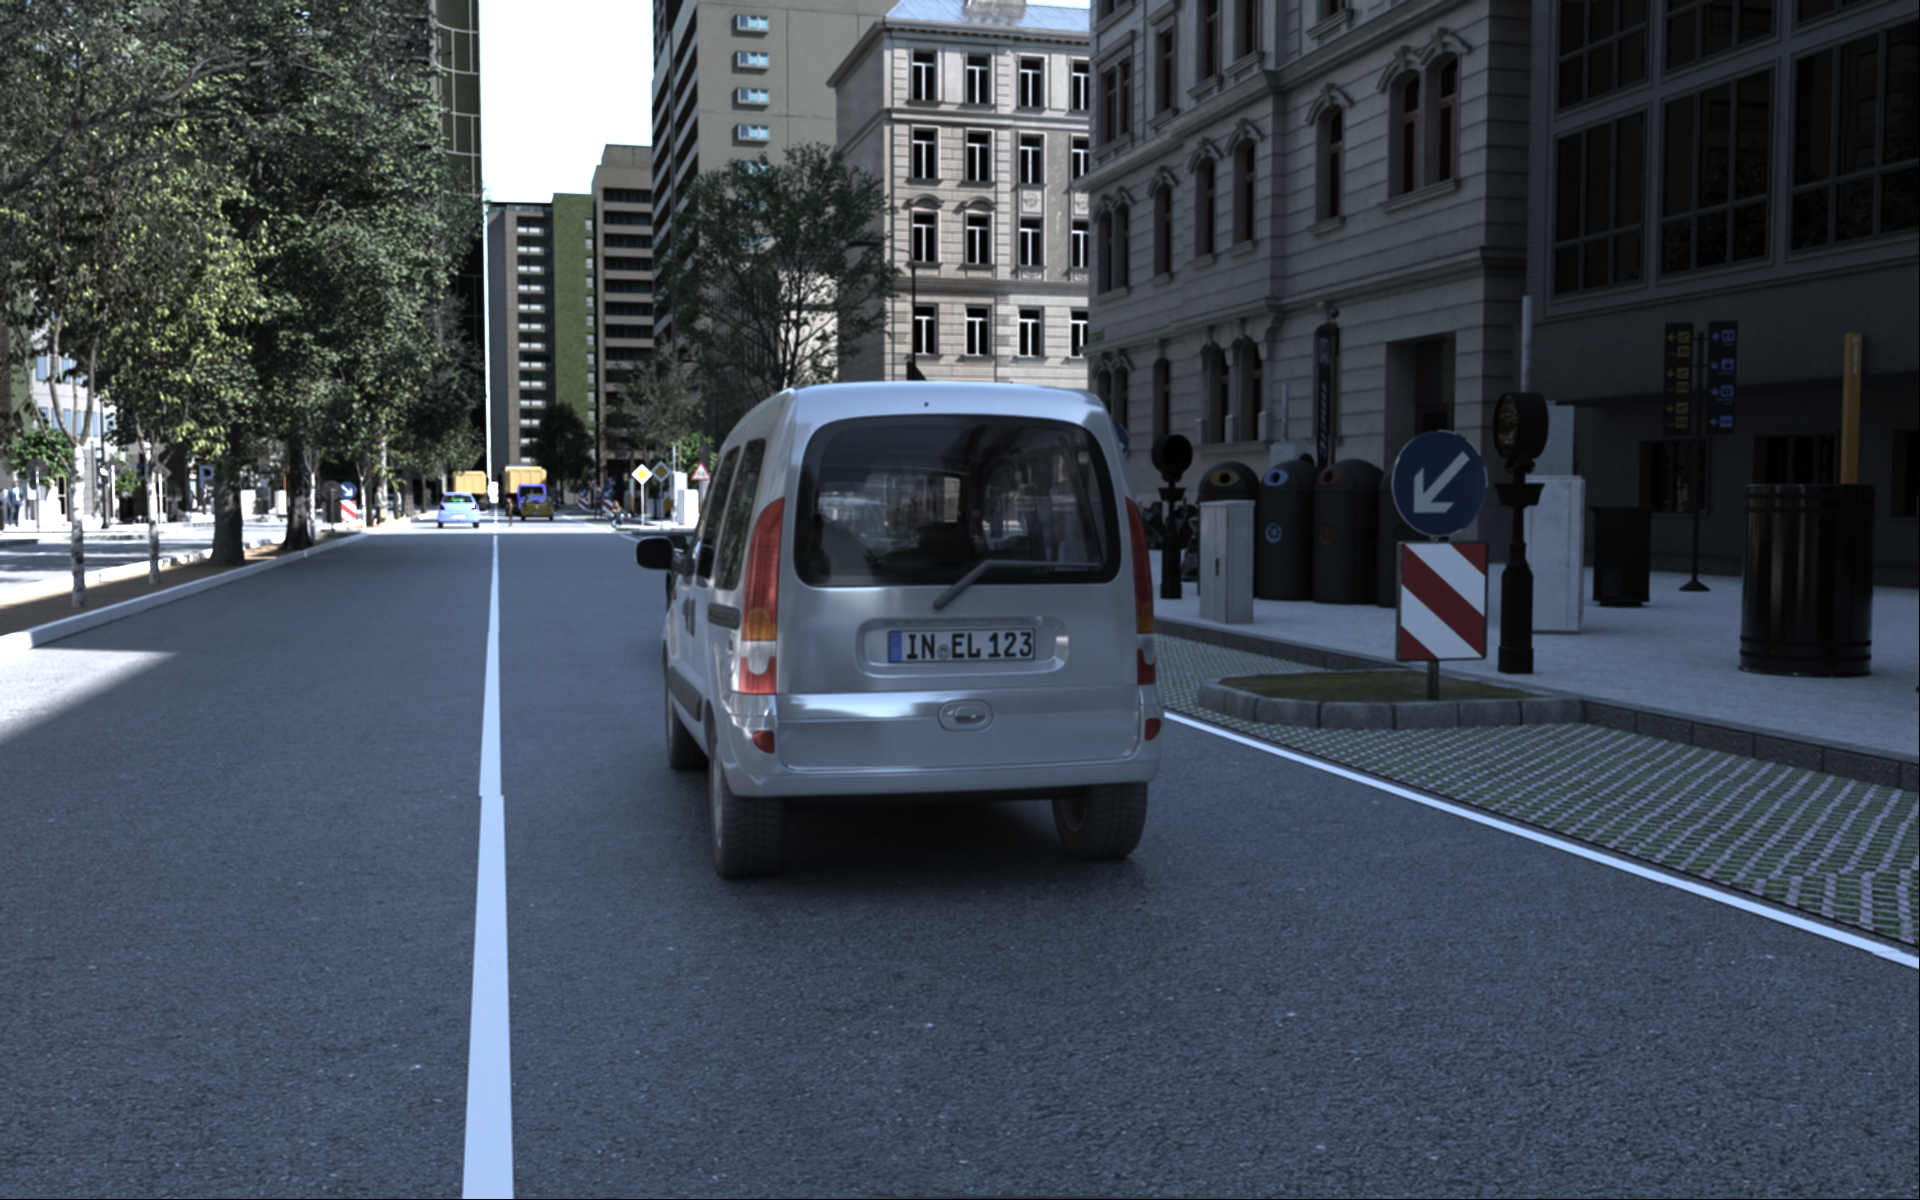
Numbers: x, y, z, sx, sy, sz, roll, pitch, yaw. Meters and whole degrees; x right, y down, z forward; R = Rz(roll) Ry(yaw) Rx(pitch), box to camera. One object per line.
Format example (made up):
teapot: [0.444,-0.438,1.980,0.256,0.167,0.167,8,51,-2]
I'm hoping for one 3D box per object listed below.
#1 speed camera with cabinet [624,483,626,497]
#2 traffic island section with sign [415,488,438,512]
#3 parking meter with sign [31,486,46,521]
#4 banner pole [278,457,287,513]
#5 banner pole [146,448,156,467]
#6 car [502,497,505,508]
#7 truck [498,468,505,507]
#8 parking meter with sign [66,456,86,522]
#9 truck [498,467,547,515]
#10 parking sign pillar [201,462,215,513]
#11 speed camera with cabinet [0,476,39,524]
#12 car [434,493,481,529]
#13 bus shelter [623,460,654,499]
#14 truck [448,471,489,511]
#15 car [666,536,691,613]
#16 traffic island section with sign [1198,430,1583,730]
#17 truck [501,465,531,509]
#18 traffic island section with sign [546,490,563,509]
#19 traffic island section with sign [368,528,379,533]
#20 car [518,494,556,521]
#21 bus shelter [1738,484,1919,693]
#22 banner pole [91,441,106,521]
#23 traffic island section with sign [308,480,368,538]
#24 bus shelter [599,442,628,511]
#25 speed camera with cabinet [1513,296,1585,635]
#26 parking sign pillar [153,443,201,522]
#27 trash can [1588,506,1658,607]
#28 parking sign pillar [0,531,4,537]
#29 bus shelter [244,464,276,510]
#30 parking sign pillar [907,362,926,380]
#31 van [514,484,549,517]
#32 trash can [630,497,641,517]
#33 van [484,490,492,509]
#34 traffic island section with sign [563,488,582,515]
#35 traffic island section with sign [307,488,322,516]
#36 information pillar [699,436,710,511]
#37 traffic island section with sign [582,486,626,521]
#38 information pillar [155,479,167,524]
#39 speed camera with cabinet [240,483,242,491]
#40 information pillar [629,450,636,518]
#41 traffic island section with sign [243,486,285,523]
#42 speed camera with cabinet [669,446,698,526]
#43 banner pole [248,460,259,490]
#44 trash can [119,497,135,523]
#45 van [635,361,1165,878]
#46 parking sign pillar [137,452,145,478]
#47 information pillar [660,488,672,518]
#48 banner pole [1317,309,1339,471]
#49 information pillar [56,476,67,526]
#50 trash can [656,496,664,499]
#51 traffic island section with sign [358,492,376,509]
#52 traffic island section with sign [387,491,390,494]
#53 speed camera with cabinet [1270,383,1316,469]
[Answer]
speed camera with cabinet: [-26.980,-8.713,136.788,0.660,3.252,2.038,1,4,10]
traffic island section with sign: [-42.129,-7.873,136.867,2.006,1.907,1.989,-1,4,-15]
parking meter with sign: [-44.661,-5.363,83.950,0.543,3.016,1.738,0,4,-5]
banner pole: [-45.488,-7.730,116.401,0.401,3.779,0.863,2,4,24]
banner pole: [-38.526,-5.662,82.596,0.401,3.779,0.863,1,4,16]
car: [-47.083,-10.344,181.132,2.014,1.417,4.499,-1,4,-14]
truck: [-49.639,-12.425,192.067,2.839,4.237,11.283,-1,4,-16]
parking meter with sign: [-40.645,-5.066,79.084,1.738,3.016,0.543,2,4,33]
truck: [-30.652,-7.704,121.878,3.469,3.379,9.791,-1,4,-16]
parking sign pillar: [-51.099,-7.894,117.543,1.447,3.967,1.447,-3,5,-42]
speed camera with cabinet: [-41.529,-5.010,76.246,0.660,3.252,2.038,1,4,14]
car: [-21.307,-3.908,73.490,1.945,1.707,3.694,-1,4,-17]
bus shelter: [-22.639,-7.996,122.020,1.731,3.624,6.357,-1,4,-15]
truck: [-41.576,-9.225,146.746,3.469,3.379,9.791,-1,4,-16]
car: [-1.410,-0.189,14.885,2.131,1.459,4.920,-1,4,-16]
traffic island section with sign: [2.672,-0.172,11.443,1.989,1.847,2.006,-1,4,-15]
truck: [-39.268,-10.112,155.095,2.967,4.110,18.799,-1,4,-17]
traffic island section with sign: [-38.679,-9.617,165.868,1.989,1.847,2.006,-1,4,-15]
traffic island section with sign: [-22.679,-3.434,64.280,2.006,1.907,1.989,-1,4,-15]
car: [-22.891,-5.107,93.724,2.015,1.641,3.980,-1,4,-13]
bus shelter: [6.883,-1.888,8.498,2.179,5.291,8.768,-1,4,-15]
banner pole: [-40.900,-5.635,82.145,0.401,3.779,0.863,2,4,28]
traffic island section with sign: [-20.772,-2.996,57.122,2.006,1.907,1.989,-1,4,-15]
bus shelter: [-26.089,-9.385,131.070,2.179,5.291,8.768,-1,4,-15]
speed camera with cabinet: [5.664,-1.368,16.697,0.660,3.252,2.038,1,4,16]
parking sign pillar: [-36.666,-5.648,80.812,1.447,3.967,1.447,0,4,4]
trash can: [7.563,-0.498,19.790,0.748,1.137,0.748,0,3,0]
parking sign pillar: [-29.439,-3.867,51.692,1.447,3.967,1.447,3,5,42]
bus shelter: [-48.256,-7.721,120.161,2.014,3.302,5.546,-1,4,-15]
parking sign pillar: [-0.814,-2.829,34.734,1.447,3.967,1.447,-2,4,-30]
van: [-27.790,-6.604,112.358,2.240,2.365,5.245,-1,4,-14]
trash can: [-18.454,-5.312,98.506,0.748,1.137,0.748,0,3,0]
van: [-45.146,-9.561,163.325,2.013,2.044,4.112,-1,4,-14]
traffic island section with sign: [-25.656,-6.642,117.229,1.989,1.847,2.006,-1,4,-15]
traffic island section with sign: [-42.520,-6.469,114.391,1.989,1.847,2.006,-1,4,-15]
information pillar: [-10.308,-4.800,69.834,0.504,3.616,0.183,2,4,29]
traffic island section with sign: [-18.677,-5.048,91.161,1.989,1.847,2.006,-1,4,-15]
information pillar: [-34.043,-4.240,73.814,0.304,2.012,0.304,1,4,14]
speed camera with cabinet: [-44.105,-6.861,106.507,2.038,3.252,0.660,2,4,26]
information pillar: [-17.584,-6.202,92.758,0.183,3.616,0.504,1,4,13]
traffic island section with sign: [-35.427,-4.852,87.952,1.989,1.847,2.006,-1,4,-15]
speed camera with cabinet: [-11.260,-4.661,70.543,0.660,3.252,2.038,-2,4,-27]
banner pole: [-47.371,-7.725,116.324,0.863,3.779,0.401,-1,4,-10]
trash can: [-37.354,-4.038,77.678,0.748,1.137,0.748,0,3,0]
van: [-0.443,-0.059,7.970,2.013,2.044,4.112,-1,4,-13]
parking sign pillar: [-51.822,-7.462,110.476,1.447,3.967,1.447,1,4,16]
information pillar: [-15.682,-6.210,92.887,0.504,3.616,0.183,-2,4,-33]
banner pole: [4.933,-2.035,23.288,0.401,3.779,0.863,2,4,31]
information pillar: [-35.797,-3.946,69.011,0.304,2.012,0.304,-2,4,-30]
trash can: [-19.142,-6.046,110.512,0.748,1.137,0.748,0,3,0]
traffic island section with sign: [-55.402,-9.412,162.509,1.989,1.847,2.006,-1,4,-15]
traffic island section with sign: [-62.382,-11.004,188.549,1.989,1.847,2.006,-1,4,-15]
speed camera with cabinet: [5.421,-2.198,30.275,2.038,3.252,0.660,-3,5,-44]
